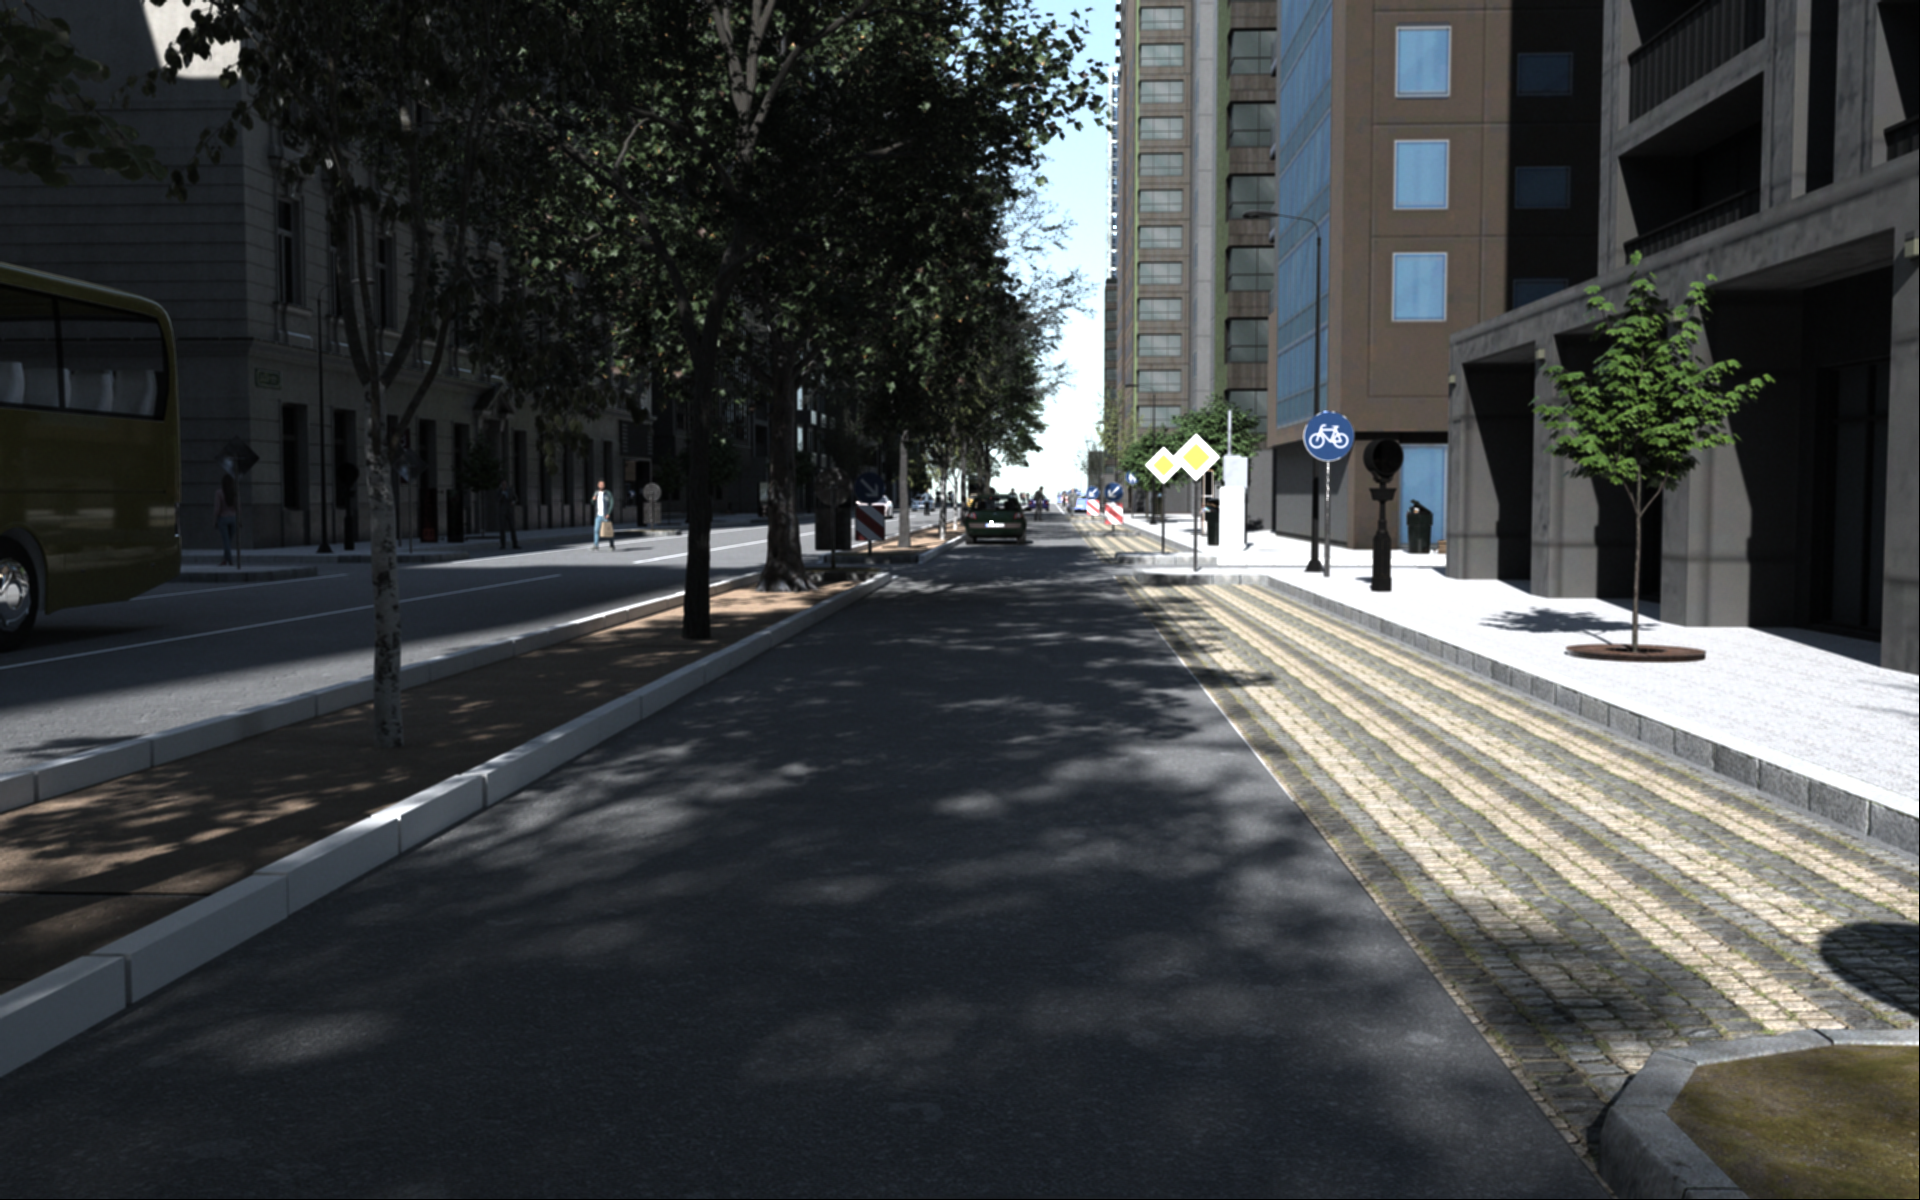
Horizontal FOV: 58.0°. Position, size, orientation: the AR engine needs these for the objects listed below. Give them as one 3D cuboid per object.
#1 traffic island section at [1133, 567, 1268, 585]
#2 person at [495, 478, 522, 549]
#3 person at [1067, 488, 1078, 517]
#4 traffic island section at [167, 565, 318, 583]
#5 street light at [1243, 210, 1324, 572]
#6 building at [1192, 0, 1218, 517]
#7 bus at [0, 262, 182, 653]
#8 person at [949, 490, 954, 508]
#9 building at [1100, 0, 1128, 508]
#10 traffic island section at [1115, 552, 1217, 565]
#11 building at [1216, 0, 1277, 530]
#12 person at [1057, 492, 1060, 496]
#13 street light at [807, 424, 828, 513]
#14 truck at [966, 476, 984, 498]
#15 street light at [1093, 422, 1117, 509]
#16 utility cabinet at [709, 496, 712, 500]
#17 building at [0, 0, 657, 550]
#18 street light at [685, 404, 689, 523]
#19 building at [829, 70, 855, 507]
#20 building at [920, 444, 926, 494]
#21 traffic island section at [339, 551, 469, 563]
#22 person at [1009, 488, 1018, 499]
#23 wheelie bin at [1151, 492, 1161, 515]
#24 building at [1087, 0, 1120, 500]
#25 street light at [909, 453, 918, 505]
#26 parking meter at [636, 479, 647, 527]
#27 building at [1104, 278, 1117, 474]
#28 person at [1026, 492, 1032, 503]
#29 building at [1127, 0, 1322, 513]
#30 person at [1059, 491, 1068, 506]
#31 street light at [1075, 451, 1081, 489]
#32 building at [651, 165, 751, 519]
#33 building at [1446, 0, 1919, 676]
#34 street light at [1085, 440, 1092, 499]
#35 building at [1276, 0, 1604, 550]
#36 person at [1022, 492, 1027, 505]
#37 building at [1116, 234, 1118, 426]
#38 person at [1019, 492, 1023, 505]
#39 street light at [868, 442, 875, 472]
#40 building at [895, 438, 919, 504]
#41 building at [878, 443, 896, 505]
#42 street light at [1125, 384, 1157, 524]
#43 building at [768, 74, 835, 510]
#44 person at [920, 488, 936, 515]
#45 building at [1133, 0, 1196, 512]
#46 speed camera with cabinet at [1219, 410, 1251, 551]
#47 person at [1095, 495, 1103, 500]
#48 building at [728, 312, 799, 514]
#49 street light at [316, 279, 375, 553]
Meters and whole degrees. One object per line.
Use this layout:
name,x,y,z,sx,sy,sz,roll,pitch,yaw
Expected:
traffic island section,3.915,-0.392,28.684,2.009,0.180,2.903,0,4,3
person,-11.773,-2.254,45.151,0.655,1.846,0.447,-2,4,-28
person,7.015,-6.106,108.433,0.694,1.812,0.767,1,4,20
traffic island section,-12.305,-0.442,29.506,2.009,0.180,2.903,0,4,3
street light,5.324,-3.422,28.486,1.470,5.913,1.316,0,4,3
building,23.647,-33.869,95.754,21.231,58.520,28.212,0,4,3
bus,-9.822,-1.300,12.794,2.896,3.916,12.252,0,4,1
person,-0.857,-10.648,182.585,0.705,1.826,1.348,1,4,20
building,27.913,-47.353,212.470,20.563,71.187,20.611,0,4,3
traffic island section,4.318,-0.879,36.659,2.009,0.180,2.903,0,4,3
building,16.867,-18.092,67.509,14.160,30.474,14.107,0,4,3
person,15.130,-15.668,264.669,0.705,1.824,1.348,-1,4,-20
street light,-9.449,-8.691,114.639,1.470,5.913,1.316,0,4,3
truck,2.477,-16.464,258.099,2.839,4.237,11.283,0,4,1
street light,9.497,-8.481,111.198,1.470,5.913,1.316,0,4,3
utility cabinet,-12.803,-4.568,85.848,1.020,1.237,0.306,-2,4,-29
building,-23.127,-17.398,60.879,17.030,29.872,44.131,0,4,3
street light,-11.397,-6.325,75.963,1.470,5.913,1.316,0,4,3
building,-19.993,-33.750,175.518,21.300,48.544,21.600,0,4,3
building,-16.347,-38.401,251.560,21.300,48.544,21.600,0,4,3
traffic island section,-11.902,-0.930,37.481,2.009,0.180,2.903,0,4,3
person,2.975,-5.533,99.369,0.661,1.777,0.834,-2,4,-28
wheelie bin,12.019,-5.938,104.992,0.980,1.594,0.693,3,5,42
building,30.307,-57.495,252.714,22.319,86.520,31.000,0,4,3
street light,-5.176,-13.716,196.803,1.470,5.913,1.316,0,4,3
parking meter,-12.544,-3.821,68.192,0.399,1.863,0.255,-1,4,-17
building,26.222,-28.129,231.616,14.160,30.474,14.107,0,4,3
person,9.463,-14.199,241.371,1.217,1.743,0.721,0,4,-2
building,20.855,-30.111,142.418,14.600,45.320,14.200,0,4,3
person,12.081,-11.775,201.036,1.348,1.823,0.705,3,5,39
street light,13.376,-13.162,187.740,1.470,5.913,1.316,0,4,3
building,-20.477,-18.452,95.196,14.314,27.812,24.014,0,4,3
building,17.184,-35.204,13.843,20.563,71.187,20.611,0,4,3
street light,11.563,-10.840,149.779,1.470,5.913,1.316,0,4,3
building,16.089,-24.134,44.709,14.200,45.320,14.600,0,4,3
person,8.264,-12.944,220.841,0.721,1.736,1.217,3,5,44
building,23.310,-32.252,177.432,14.600,45.320,14.200,0,4,3
person,8.174,-13.412,228.230,0.683,1.767,0.568,0,4,2
street light,-7.499,-11.012,152.593,1.470,5.913,1.316,0,4,3
building,-16.844,-41.859,226.390,21.231,58.520,28.212,0,4,3
building,-15.200,-26.524,205.364,14.160,30.474,14.107,0,4,3
street light,7.650,-6.159,73.239,1.470,5.913,1.316,0,4,3
building,-22.905,-32.418,149.638,23.786,49.044,30.456,0,4,3
person,-2.216,-6.642,117.083,1.348,1.826,0.705,-3,5,-40
building,19.910,-27.205,128.403,14.154,41.232,14.086,0,4,3
speed camera with cabinet,6.390,-2.805,40.195,0.660,3.252,2.038,1,4,13
person,15.143,-11.190,191.468,1.348,1.823,0.705,0,4,6
building,-22.373,-41.846,122.441,20.563,71.187,20.611,0,4,3
street light,-13.291,-3.972,37.485,1.470,5.913,1.316,0,4,3
